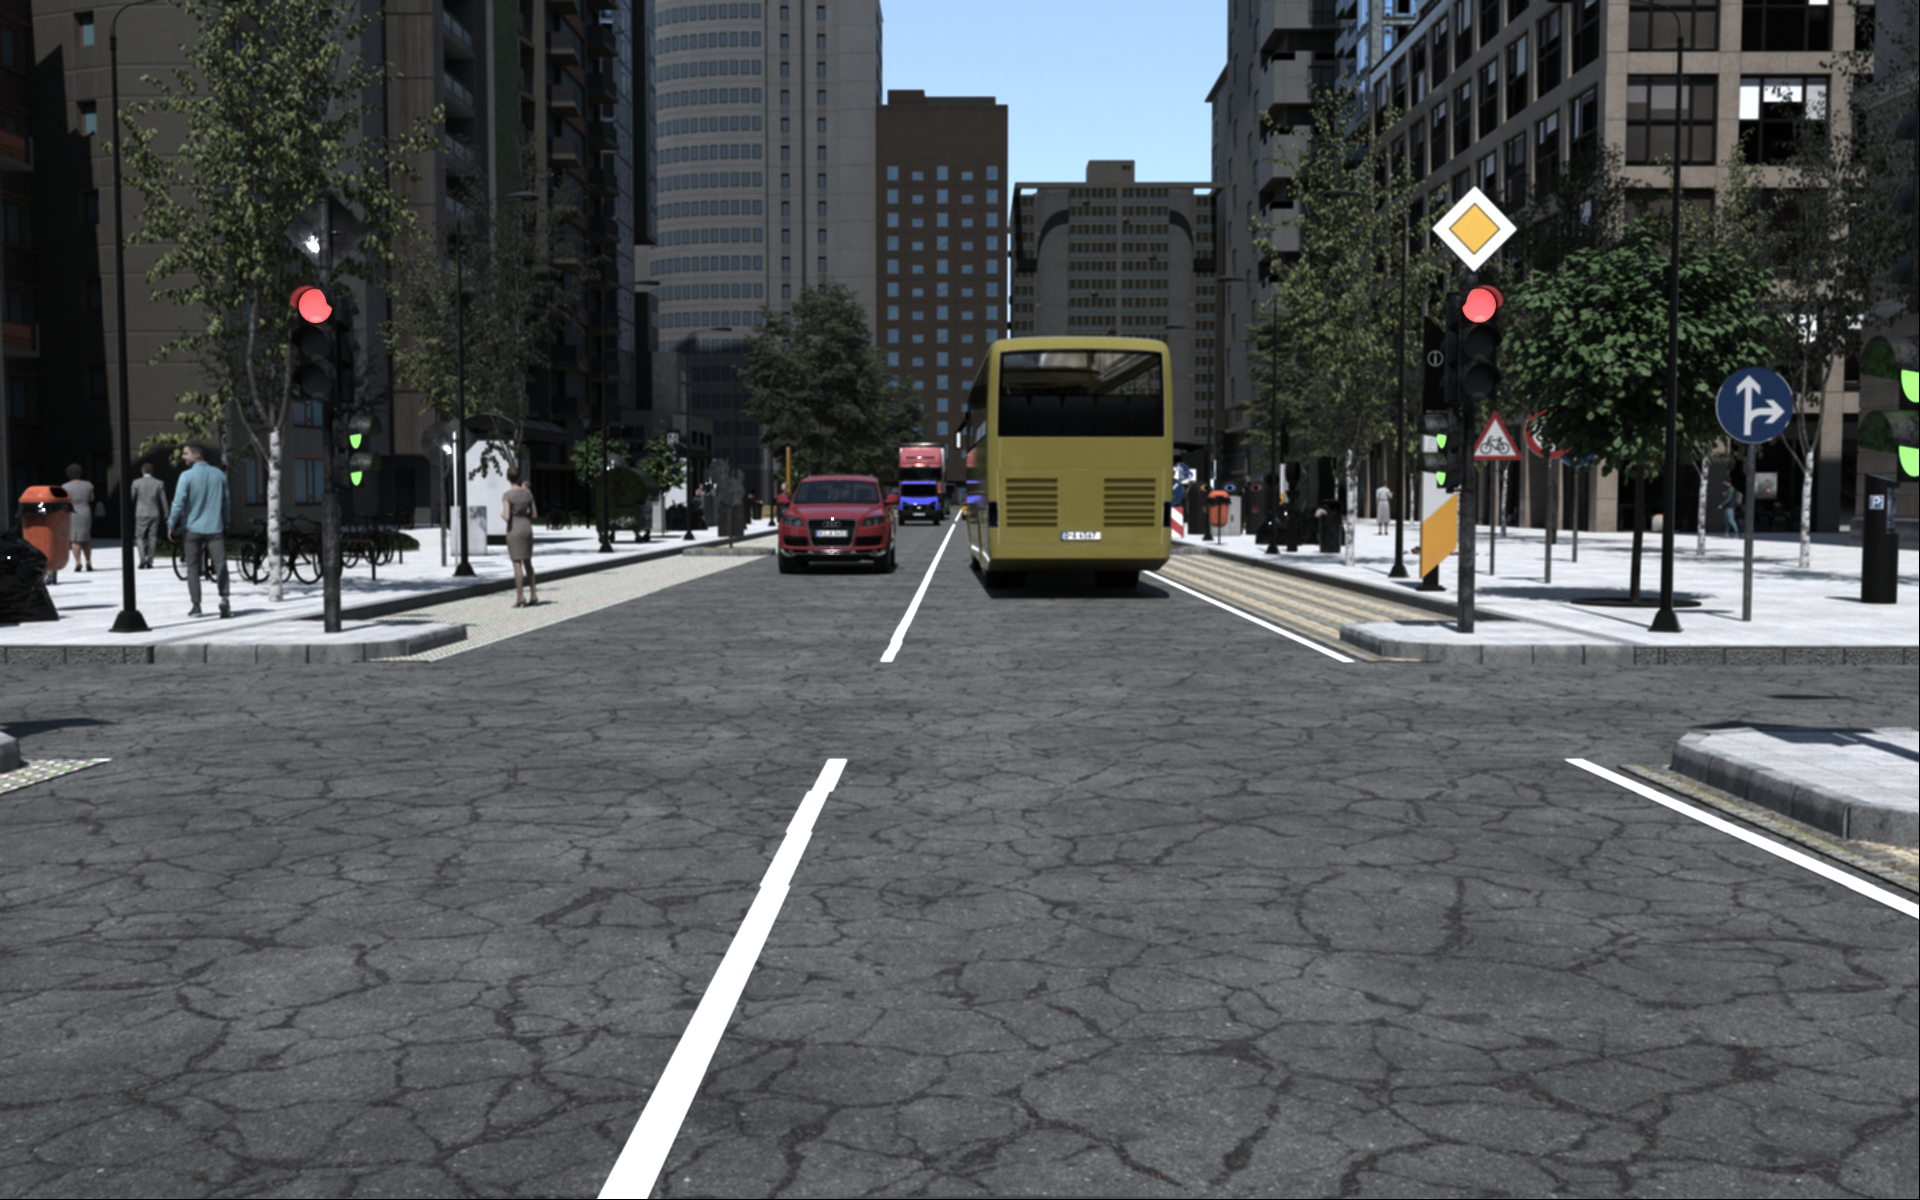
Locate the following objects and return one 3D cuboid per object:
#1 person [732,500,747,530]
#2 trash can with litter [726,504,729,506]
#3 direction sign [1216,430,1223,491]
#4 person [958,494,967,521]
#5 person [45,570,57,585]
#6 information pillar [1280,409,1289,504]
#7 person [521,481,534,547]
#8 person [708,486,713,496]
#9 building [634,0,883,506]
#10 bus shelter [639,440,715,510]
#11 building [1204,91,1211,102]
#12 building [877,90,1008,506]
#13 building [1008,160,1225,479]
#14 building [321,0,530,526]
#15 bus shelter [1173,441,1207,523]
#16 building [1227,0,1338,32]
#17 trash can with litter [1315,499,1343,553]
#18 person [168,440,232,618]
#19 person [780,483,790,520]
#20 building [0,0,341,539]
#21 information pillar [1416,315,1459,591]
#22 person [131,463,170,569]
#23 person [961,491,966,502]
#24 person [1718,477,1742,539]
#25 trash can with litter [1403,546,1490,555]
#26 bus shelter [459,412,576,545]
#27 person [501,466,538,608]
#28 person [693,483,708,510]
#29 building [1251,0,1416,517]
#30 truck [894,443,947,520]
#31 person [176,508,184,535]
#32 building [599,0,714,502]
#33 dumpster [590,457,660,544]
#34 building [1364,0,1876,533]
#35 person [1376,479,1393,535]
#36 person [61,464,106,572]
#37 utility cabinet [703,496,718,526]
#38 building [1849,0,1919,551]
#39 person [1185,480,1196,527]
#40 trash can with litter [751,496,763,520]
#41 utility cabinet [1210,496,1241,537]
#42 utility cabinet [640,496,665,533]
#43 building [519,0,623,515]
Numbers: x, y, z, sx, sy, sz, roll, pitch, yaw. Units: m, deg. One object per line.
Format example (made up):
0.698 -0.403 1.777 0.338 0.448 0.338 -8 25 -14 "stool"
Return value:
-8.113 -3.431 62.545 0.834 1.777 0.661 0 4 -3 "person"
-10.002 -4.070 77.609 1.678 1.210 2.233 3 4 36 "trash can with litter"
9.290 -4.285 62.063 0.379 3.537 0.876 1 4 21 "direction sign"
0.553 -5.141 92.643 1.350 1.814 0.705 1 4 22 "person"
-12.913 -0.868 24.509 0.475 1.303 0.640 -3 4 -36 "person"
8.929 -3.443 47.648 0.183 3.616 0.504 2 4 28 "information pillar"
-10.599 -2.115 42.428 0.330 1.601 0.589 -1 4 -11 "person"
-13.581 -5.378 94.760 1.217 1.735 0.721 -3 5 -41 "person"
-23.058 -40.205 199.348 28.212 58.520 21.231 0 4 0 "building"
-10.849 -4.459 66.836 2.014 3.302 5.546 0 4 0 "bus shelter"
43.921 -37.438 201.355 27.495 52.752 28.713 0 4 0 "building"
-1.875 -33.348 195.343 14.200 45.320 14.600 0 4 0 "building"
17.675 -31.333 204.182 23.993 40.220 32.217 0 4 0 "building"
-27.413 -23.885 74.111 14.154 41.232 14.086 0 4 0 "building"
10.307 -5.425 79.986 1.731 3.624 6.357 0 4 0 "bus shelter"
36.589 -33.598 138.566 28.713 52.752 27.495 0 4 0 "building"
8.052 -1.626 37.970 0.624 1.170 1.055 0 4 7 "trash can with litter"
-7.847 -0.735 17.925 0.638 1.841 0.748 -2 4 -35 "person"
-5.167 -2.609 51.583 0.534 1.772 0.576 -3 4 -38 "person"
-34.878 -12.149 43.676 27.650 21.520 28.899 0 4 0 "building"
6.313 -1.925 22.833 0.504 3.616 0.183 0 4 -5 "information pillar"
-14.041 -1.451 29.883 0.709 1.813 0.853 -2 4 -35 "person"
0.334 -9.372 162.441 0.721 1.735 1.217 -1 4 -18 "person"
21.945 -2.631 49.405 0.721 1.781 0.623 1 4 10 "person"
10.217 -1.597 37.165 1.678 1.210 2.233 -1 4 -13 "trash can with litter"
-11.743 -3.169 45.741 2.014 3.302 5.546 0 4 0 "bus shelter"
-5.545 -0.790 21.751 0.374 1.781 0.599 3 4 37 "person"
-11.796 -4.418 78.637 0.716 1.782 0.532 -3 5 -43 "person"
32.286 -48.666 108.365 22.319 86.520 31.000 0 4 0 "building"
-2.095 -6.663 97.848 2.839 4.237 11.283 0 4 0 "truck"
-18.564 -2.138 41.424 0.576 1.772 0.534 3 4 37 "person"
-37.519 -50.655 140.873 31.000 86.520 22.319 0 4 0 "building"
-8.792 -2.628 45.455 1.502 2.255 1.985 0 4 0 "dumpster"
30.903 -16.476 73.892 19.350 26.468 34.151 0 4 0 "building"
13.323 -2.921 54.379 0.480 1.755 0.524 1 4 21 "person"
-14.523 -1.361 28.650 0.716 1.782 0.532 -3 5 -43 "person"
-10.080 -3.618 70.321 0.306 1.237 1.020 -2 4 -30 "utility cabinet"
31.404 -15.229 34.892 20.117 28.700 13.634 0 4 0 "building"
9.076 -3.767 67.609 0.573 1.828 0.580 1 4 15 "person"
-10.336 -4.573 86.149 1.055 1.170 0.624 -1 4 -11 "trash can with litter"
8.033 -2.534 52.592 1.020 1.237 0.306 -1 4 -23 "utility cabinet"
-10.303 -2.834 57.505 1.020 1.237 0.306 1 4 16 "utility cabinet"
-33.352 -27.613 106.101 22.147 44.769 28.867 0 4 0 "building"
